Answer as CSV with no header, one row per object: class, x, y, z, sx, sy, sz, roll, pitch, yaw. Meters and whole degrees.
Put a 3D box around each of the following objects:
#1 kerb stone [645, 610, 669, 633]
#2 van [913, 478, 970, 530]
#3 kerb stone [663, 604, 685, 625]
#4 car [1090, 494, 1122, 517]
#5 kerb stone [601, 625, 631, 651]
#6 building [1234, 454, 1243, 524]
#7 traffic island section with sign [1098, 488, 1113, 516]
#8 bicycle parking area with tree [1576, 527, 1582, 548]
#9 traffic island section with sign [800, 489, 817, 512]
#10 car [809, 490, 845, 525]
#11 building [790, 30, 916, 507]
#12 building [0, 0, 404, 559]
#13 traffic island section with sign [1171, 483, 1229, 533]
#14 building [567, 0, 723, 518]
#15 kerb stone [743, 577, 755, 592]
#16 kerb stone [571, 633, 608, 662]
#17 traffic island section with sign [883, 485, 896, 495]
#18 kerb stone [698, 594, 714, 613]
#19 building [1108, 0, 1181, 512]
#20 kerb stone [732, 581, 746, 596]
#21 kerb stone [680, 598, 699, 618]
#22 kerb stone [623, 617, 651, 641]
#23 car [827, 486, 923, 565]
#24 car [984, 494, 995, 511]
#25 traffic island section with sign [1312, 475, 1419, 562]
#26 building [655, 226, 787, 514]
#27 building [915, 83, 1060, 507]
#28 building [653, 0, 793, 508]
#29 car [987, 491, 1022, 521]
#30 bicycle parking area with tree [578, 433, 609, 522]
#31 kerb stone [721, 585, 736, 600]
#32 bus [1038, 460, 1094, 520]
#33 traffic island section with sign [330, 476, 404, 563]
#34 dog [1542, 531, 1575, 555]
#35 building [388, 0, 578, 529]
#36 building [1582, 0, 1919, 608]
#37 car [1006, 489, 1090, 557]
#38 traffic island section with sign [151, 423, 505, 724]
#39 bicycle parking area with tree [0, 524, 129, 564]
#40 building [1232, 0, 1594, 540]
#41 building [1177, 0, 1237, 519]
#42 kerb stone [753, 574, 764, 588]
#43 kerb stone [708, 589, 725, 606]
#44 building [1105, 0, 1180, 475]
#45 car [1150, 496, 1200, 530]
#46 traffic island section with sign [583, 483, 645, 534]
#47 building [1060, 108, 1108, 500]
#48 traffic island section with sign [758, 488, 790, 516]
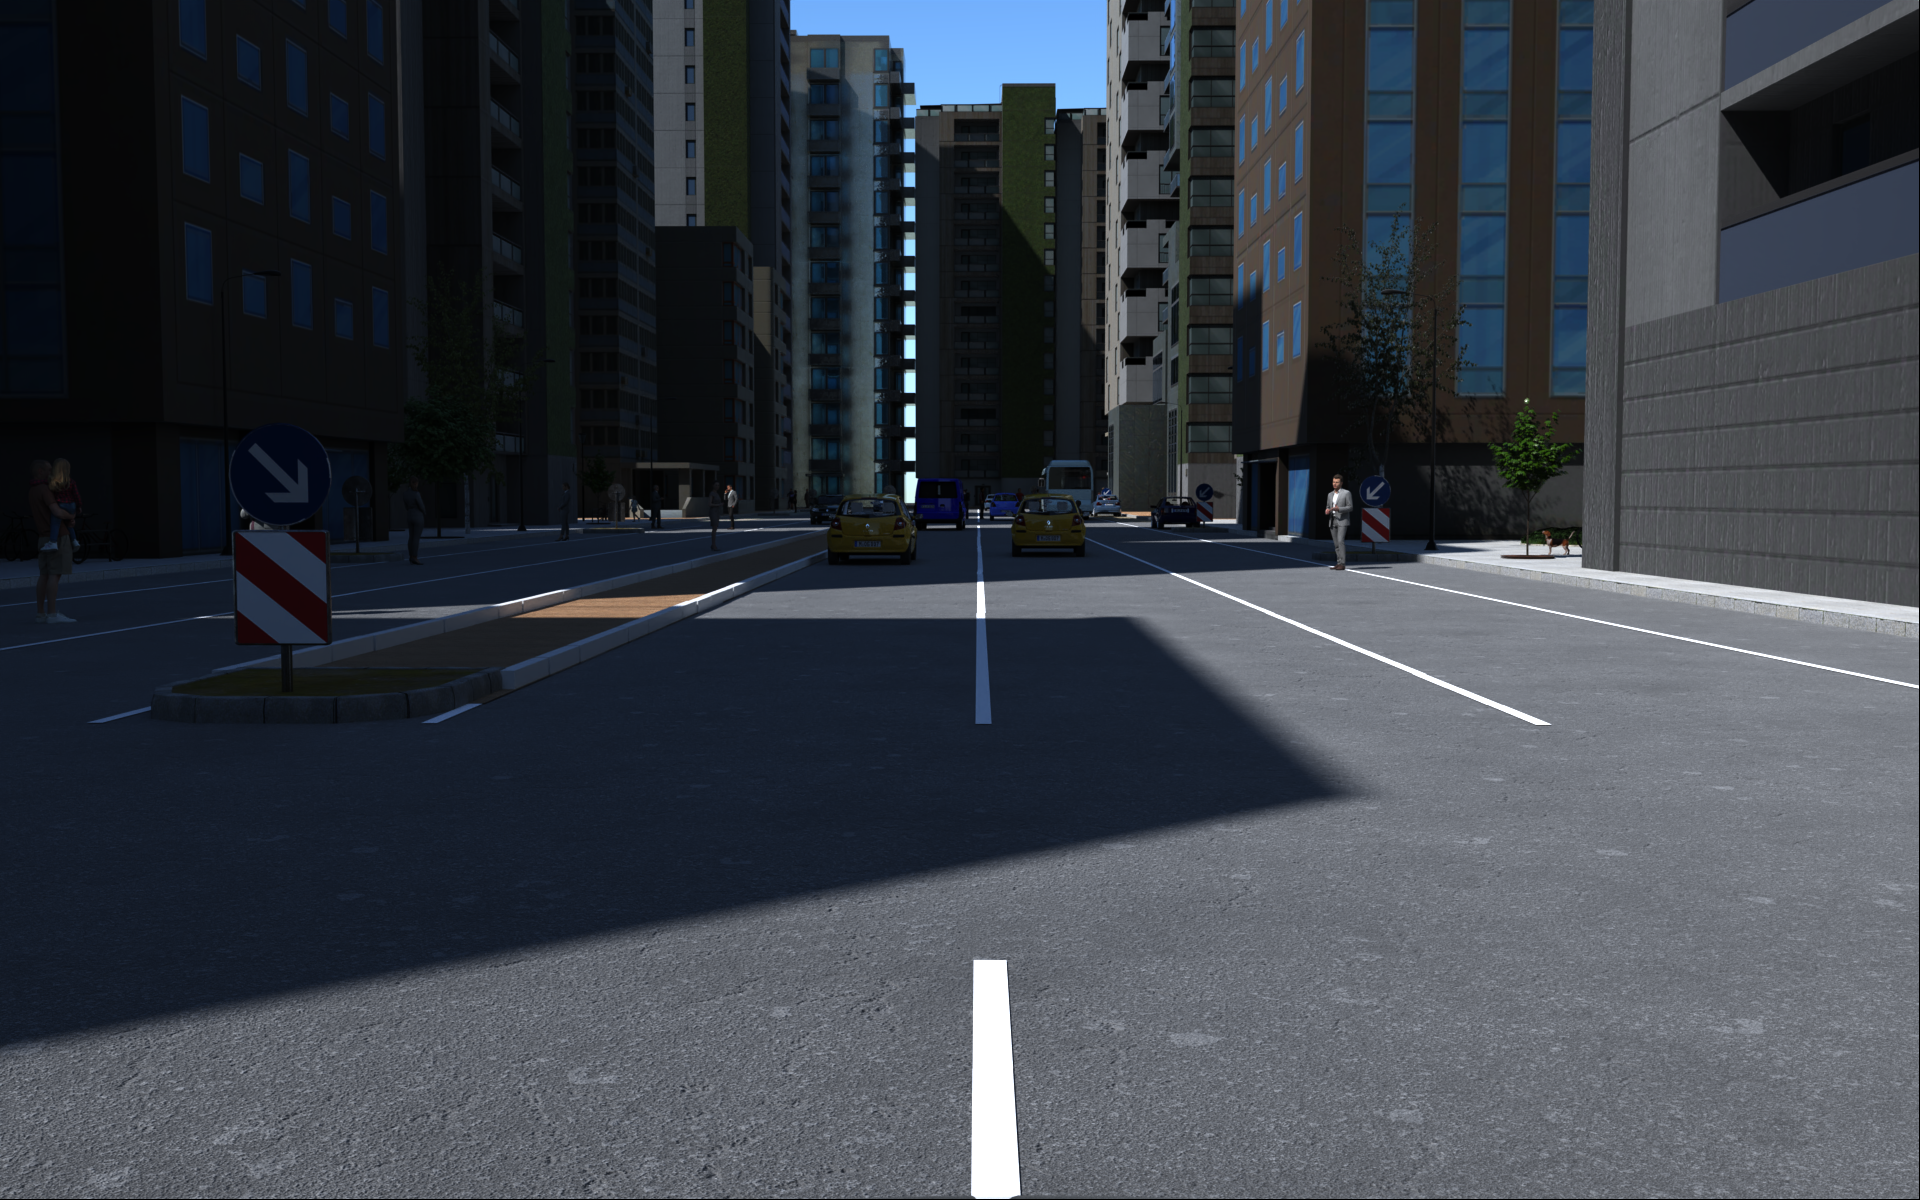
kerb stone,-3.242,0.241,18.252,0.120,0.150,1.000,0,4,1
van,-0.768,-4.004,69.847,2.240,2.365,5.245,0,4,2
kerb stone,-3.235,0.179,19.274,0.120,0.150,1.000,0,4,1
car,9.261,-5.995,110.015,2.014,1.417,4.499,0,4,0
kerb stone,-3.265,0.369,16.202,0.120,0.150,1.000,0,4,1
building,19.087,-23.998,75.961,14.154,41.232,14.086,0,4,1
traffic island section with sign,9.520,-6.477,114.525,1.989,1.847,2.006,0,4,1
bicycle parking area with tree,18.669,-3.056,36.968,9.016,4.147,8.231,-1,4,-11
traffic island section with sign,-11.921,-8.090,140.891,1.989,1.847,2.006,0,4,1
car,-6.132,-4.454,82.608,2.009,1.686,4.222,0,4,1
building,-19.793,-34.380,181.724,30.456,49.044,23.786,0,4,1
building,-22.354,-23.829,39.721,14.600,45.320,14.200,0,4,1
traffic island section with sign,9.008,-3.465,65.287,1.989,1.847,2.006,0,4,1
building,-30.825,-24.911,99.176,32.217,40.220,23.993,0,4,1
kerb stone,-3.170,-0.197,25.436,0.120,0.150,1.000,0,4,1
kerb stone,-3.271,0.429,15.180,0.120,0.150,1.000,0,4,1
traffic island section with sign,-3.580,-4.816,86.883,2.006,1.907,1.989,0,4,1
kerb stone,-3.203,0.057,21.327,0.120,0.150,1.000,0,4,1
building,22.603,-49.239,117.735,22.319,86.520,31.000,0,4,1
kerb stone,-3.177,-0.136,24.414,0.120,0.150,1.000,0,4,1
kerb stone,-3.226,0.116,20.299,0.120,0.150,1.000,0,4,1
kerb stone,-3.254,0.304,17.230,0.120,0.150,1.000,0,4,1
car,-1.812,-1.610,36.549,2.015,1.641,3.980,0,4,1
car,2.973,-8.380,149.017,2.014,1.417,4.499,0,4,1
traffic island section with sign,8.743,-1.776,37.659,1.989,1.847,2.006,0,4,1
building,-28.084,-17.215,126.506,27.650,21.520,28.899,0,4,1
building,2.484,-30.132,176.255,14.086,41.232,14.154,0,4,1
building,-29.272,-37.307,151.962,28.212,58.520,21.231,0,4,1
car,2.449,-5.153,93.850,1.945,1.707,3.694,0,4,1
bicycle parking area with tree,-20.353,-5.793,81.719,8.231,4.147,9.016,1,4,10
kerb stone,-3.194,-0.068,23.383,0.120,0.150,1.000,0,4,1
bus,6.125,-6.464,100.549,2.948,3.499,13.247,0,4,1
traffic island section with sign,-13.008,-1.731,36.924,1.989,1.847,2.006,0,4,1
dog,12.665,-1.214,36.686,0.540,0.507,0.406,-1,4,-14
building,-23.861,-23.509,67.966,14.154,41.232,14.086,0,4,1
building,24.838,-29.220,19.744,28.212,58.520,21.231,0,4,1
car,2.082,-1.881,40.983,2.015,1.641,3.980,0,4,2
traffic island section with sign,-4.345,-0.221,11.748,2.006,1.907,1.989,0,4,1
bicycle parking area with tree,-19.854,-2.616,29.778,8.231,4.147,9.016,1,4,18
building,16.576,-24.688,53.760,14.600,45.320,14.200,0,4,1
building,18.927,-19.827,95.873,14.160,30.474,14.107,0,4,1
kerb stone,-3.162,-0.261,26.461,0.120,0.150,1.000,0,4,1
kerb stone,-3.196,-0.010,22.360,0.120,0.150,1.000,0,4,1
building,26.802,-34.170,147.917,28.713,52.752,27.495,0,4,1
car,8.862,-3.595,71.364,1.945,1.354,3.894,0,4,1
traffic island section with sign,-12.715,-3.379,63.878,1.989,1.847,2.006,0,4,1
building,16.587,-30.229,177.830,14.086,41.232,14.154,0,4,1
traffic island section with sign,-12.211,-6.441,113.938,1.989,1.847,2.006,0,4,1
